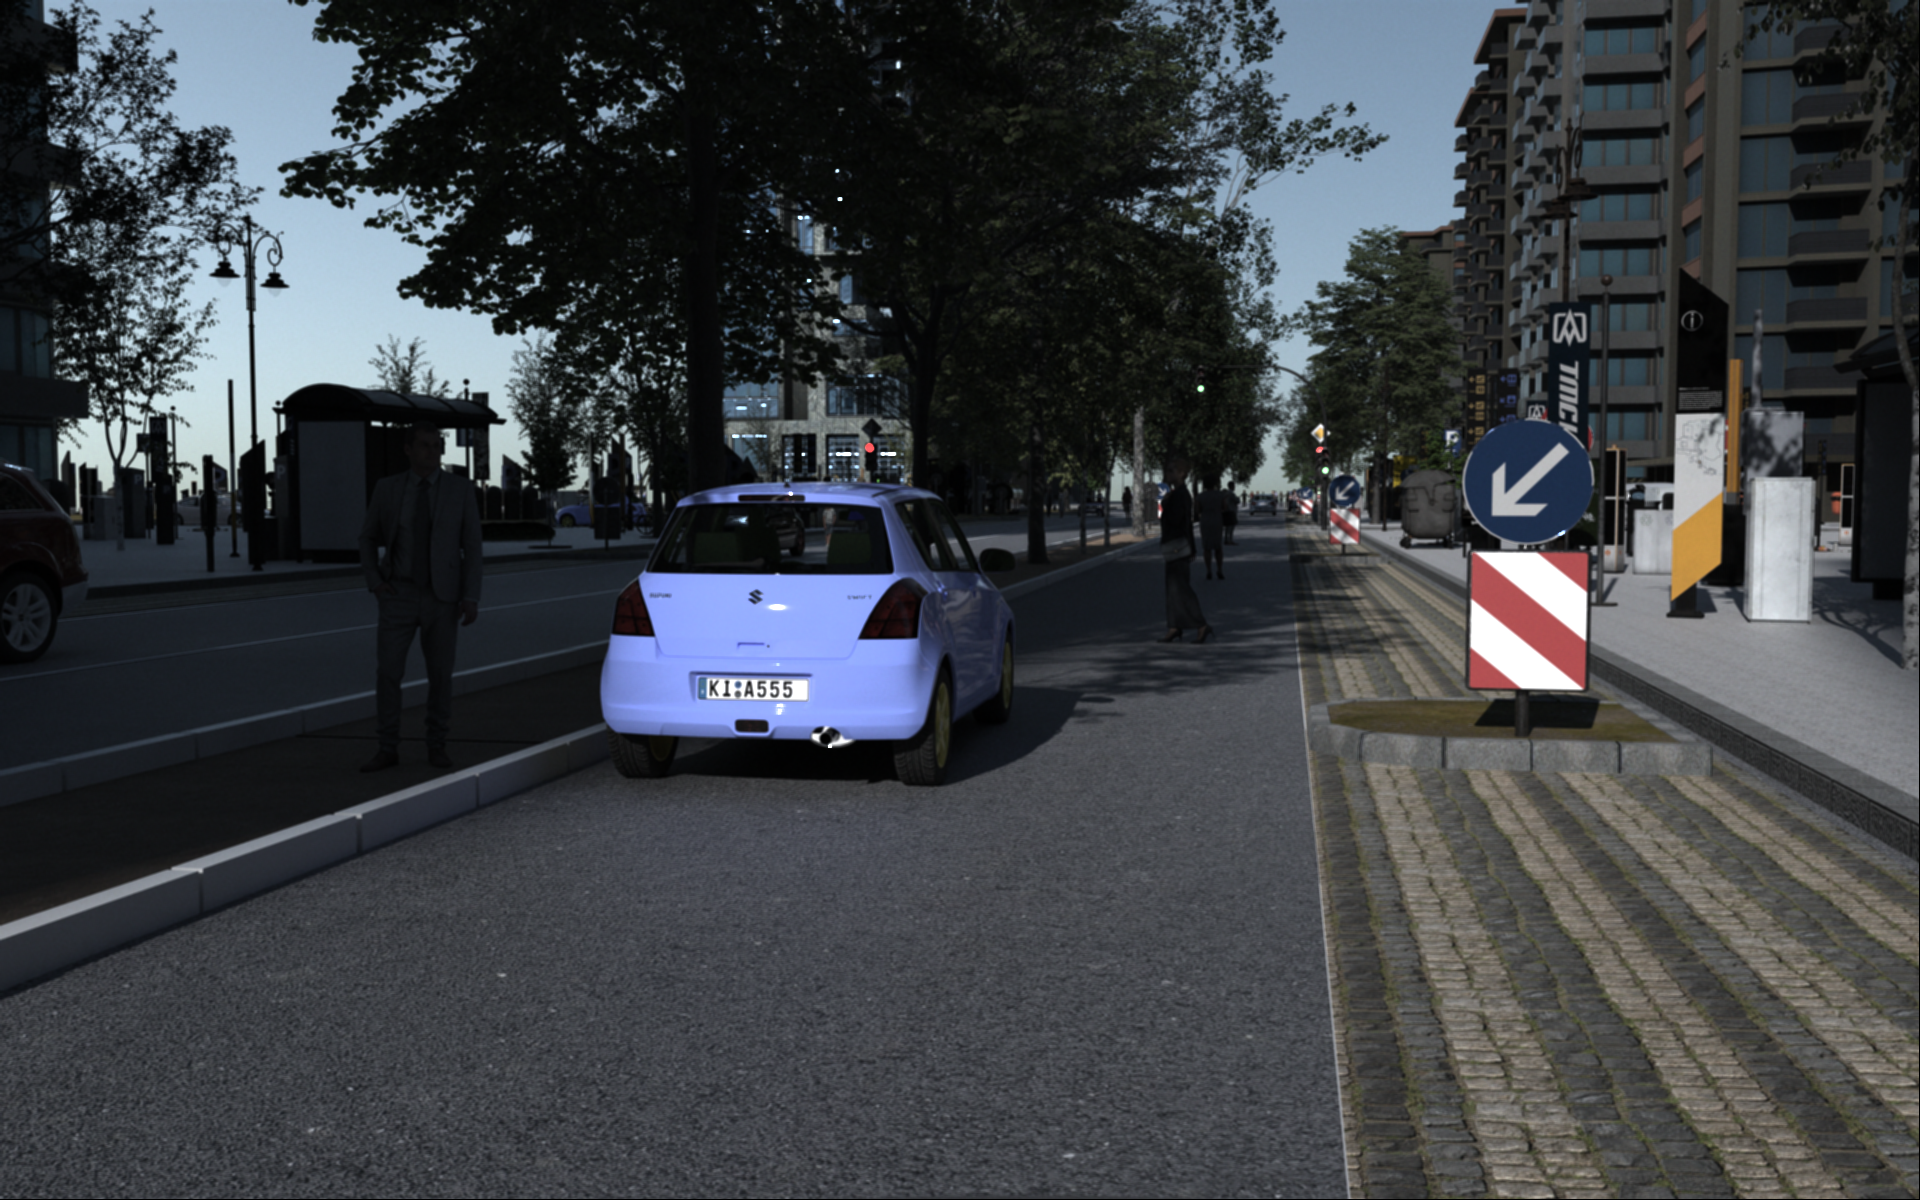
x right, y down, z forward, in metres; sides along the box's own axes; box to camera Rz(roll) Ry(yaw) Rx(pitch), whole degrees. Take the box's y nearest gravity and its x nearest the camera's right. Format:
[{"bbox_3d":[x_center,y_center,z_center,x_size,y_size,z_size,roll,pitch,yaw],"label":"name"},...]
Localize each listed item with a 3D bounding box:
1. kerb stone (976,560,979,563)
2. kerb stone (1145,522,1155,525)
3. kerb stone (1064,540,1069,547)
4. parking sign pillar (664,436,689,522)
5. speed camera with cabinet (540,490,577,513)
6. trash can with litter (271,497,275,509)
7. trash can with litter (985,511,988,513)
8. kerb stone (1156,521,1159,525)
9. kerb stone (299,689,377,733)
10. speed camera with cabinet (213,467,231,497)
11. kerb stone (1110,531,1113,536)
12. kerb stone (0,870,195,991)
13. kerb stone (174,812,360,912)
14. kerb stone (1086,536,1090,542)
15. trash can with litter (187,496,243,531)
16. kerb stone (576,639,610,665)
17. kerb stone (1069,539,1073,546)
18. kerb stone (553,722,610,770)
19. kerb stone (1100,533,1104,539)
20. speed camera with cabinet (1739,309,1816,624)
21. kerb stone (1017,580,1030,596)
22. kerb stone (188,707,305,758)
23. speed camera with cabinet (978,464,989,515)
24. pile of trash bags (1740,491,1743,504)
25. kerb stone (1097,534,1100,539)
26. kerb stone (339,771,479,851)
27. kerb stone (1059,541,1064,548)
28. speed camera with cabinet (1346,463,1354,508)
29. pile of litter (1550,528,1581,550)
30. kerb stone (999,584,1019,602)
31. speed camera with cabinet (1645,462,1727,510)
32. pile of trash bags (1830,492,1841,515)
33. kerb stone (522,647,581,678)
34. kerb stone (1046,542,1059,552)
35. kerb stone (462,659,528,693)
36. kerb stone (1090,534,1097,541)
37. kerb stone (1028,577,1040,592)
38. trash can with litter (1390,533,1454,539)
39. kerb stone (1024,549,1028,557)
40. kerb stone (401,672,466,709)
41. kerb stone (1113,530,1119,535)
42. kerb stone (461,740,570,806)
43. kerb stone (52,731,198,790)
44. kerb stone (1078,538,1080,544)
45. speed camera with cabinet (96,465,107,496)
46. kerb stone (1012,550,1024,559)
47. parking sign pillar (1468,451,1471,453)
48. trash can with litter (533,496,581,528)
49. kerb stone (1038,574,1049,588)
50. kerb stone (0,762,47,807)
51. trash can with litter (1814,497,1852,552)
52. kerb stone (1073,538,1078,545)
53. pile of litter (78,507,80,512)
[{"bbox_3d":[0.453,-0.724,34.055,0.120,0.150,1.000,1,4,11],"label":"kerb stone"},{"bbox_3d":[8.430,-3.339,76.873,0.120,0.150,1.000,1,4,11],"label":"kerb stone"},{"bbox_3d":[2.706,-1.464,46.137,0.120,0.150,1.000,1,4,11],"label":"kerb stone"},{"bbox_3d":[-12.894,-5.569,79.532,1.447,3.967,1.447,-3,5,-39],"label":"parking sign pillar"},{"bbox_3d":[-20.102,-5.651,86.725,0.660,3.252,2.038,2,4,30],"label":"speed camera with cabinet"},{"bbox_3d":[-26.808,-3.379,66.299,2.233,1.210,1.678,-3,5,-40],"label":"trash can with litter"},{"bbox_3d":[2.082,-6.531,117.836,1.678,1.210,2.233,-1,4,-15],"label":"trash can with litter"},{"bbox_3d":[9.004,-3.529,79.901,0.120,0.150,1.000,1,4,11],"label":"kerb stone"},{"bbox_3d":[-3.870,0.697,10.826,0.120,0.150,1.000,1,4,11],"label":"kerb stone"},{"bbox_3d":[-55.350,-8.263,129.430,0.660,3.252,2.038,1,4,20],"label":"speed camera with cabinet"},{"bbox_3d":[4.962,-2.204,58.232,0.120,0.150,1.000,1,4,11],"label":"kerb stone"},{"bbox_3d":[-2.746,1.028,5.428,0.120,0.150,1.000,1,4,11],"label":"kerb stone"},{"bbox_3d":[-2.559,0.964,6.433,0.120,0.150,1.000,1,4,11],"label":"kerb stone"},{"bbox_3d":[3.646,-1.772,51.174,0.120,0.150,1.000,1,4,11],"label":"kerb stone"},{"bbox_3d":[-26.064,-3.016,60.374,1.678,1.210,2.233,0,4,-2],"label":"trash can with litter"},{"bbox_3d":[-3.123,0.449,14.860,0.120,0.150,1.000,1,4,11],"label":"kerb stone"},{"bbox_3d":[2.894,-1.526,47.148,0.120,0.150,1.000,1,4,11],"label":"kerb stone"},{"bbox_3d":[-1.990,0.779,9.466,0.120,0.150,1.000,1,4,11],"label":"kerb stone"},{"bbox_3d":[4.392,-2.019,55.199,0.120,0.150,1.000,1,4,11],"label":"kerb stone"},{"bbox_3d":[8.489,-1.446,17.973,0.660,3.252,2.038,1,4,22],"label":"speed camera with cabinet"},{"bbox_3d":[0.826,-0.146,24.590,0.120,0.150,1.000,1,4,11],"label":"kerb stone"},{"bbox_3d":[-4.060,0.759,9.816,0.120,0.150,1.000,1,4,11],"label":"kerb stone"},{"bbox_3d":[1.331,-6.990,108.623,0.660,3.252,2.038,1,4,13],"label":"speed camera with cabinet"},{"bbox_3d":[21.648,-2.489,50.444,3.447,1.369,1.912,-2,4,-25],"label":"pile of trash bags"},{"bbox_3d":[4.198,-1.957,54.192,0.120,0.150,1.000,1,4,11],"label":"kerb stone"},{"bbox_3d":[-2.366,0.902,7.448,0.120,0.150,1.000,1,4,11],"label":"kerb stone"},{"bbox_3d":[2.512,-1.402,45.133,0.120,0.150,1.000,1,4,11],"label":"kerb stone"},{"bbox_3d":[24.627,-7.063,109.818,0.660,3.252,2.038,1,4,18],"label":"speed camera with cabinet"},{"bbox_3d":[10.085,-0.970,29.823,1.719,0.858,1.176,-3,4,-38],"label":"pile of litter"},{"bbox_3d":[0.639,-0.085,23.585,0.120,0.150,1.000,1,4,11],"label":"kerb stone"},{"bbox_3d":[17.484,-2.884,41.482,2.038,3.252,0.660,-1,4,-10],"label":"speed camera with cabinet"},{"bbox_3d":[50.777,-5.553,100.547,1.912,1.369,3.447,-2,4,-26],"label":"pile of trash bags"},{"bbox_3d":[-3.308,0.515,13.855,0.120,0.150,1.000,1,4,11],"label":"kerb stone"},{"bbox_3d":[2.334,-1.340,44.126,0.120,0.150,1.000,1,4,11],"label":"kerb stone"},{"bbox_3d":[-3.498,0.576,12.845,0.120,0.150,1.000,1,4,11],"label":"kerb stone"},{"bbox_3d":[4.017,-1.895,53.185,0.120,0.150,1.000,1,4,11],"label":"kerb stone"},{"bbox_3d":[1.013,-0.208,25.596,0.120,0.150,1.000,1,4,11],"label":"kerb stone"},{"bbox_3d":[13.616,-2.359,49.620,2.233,1.210,1.678,3,5,41],"label":"trash can with litter"},{"bbox_3d":[1.394,-1.033,39.089,0.120,0.150,1.000,1,4,11],"label":"kerb stone"},{"bbox_3d":[-3.682,0.633,11.839,0.120,0.150,1.000,1,4,11],"label":"kerb stone"},{"bbox_3d":[5.334,-2.327,60.258,0.120,0.150,1.000,1,4,11],"label":"kerb stone"},{"bbox_3d":[-2.175,0.841,8.453,0.120,0.150,1.000,1,4,11],"label":"kerb stone"},{"bbox_3d":[-4.254,0.821,8.812,0.120,0.150,1.000,1,4,11],"label":"kerb stone"},{"bbox_3d":[3.269,-1.649,49.165,0.120,0.150,1.000,1,4,11],"label":"kerb stone"},{"bbox_3d":[-58.834,-7.624,118.988,0.660,3.252,2.038,1,4,22],"label":"speed camera with cabinet"},{"bbox_3d":[1.212,-0.972,38.083,0.120,0.150,1.000,1,4,11],"label":"kerb stone"},{"bbox_3d":[31.339,-7.157,105.491,1.447,3.967,1.447,3,4,37],"label":"parking sign pillar"},{"bbox_3d":[-15.556,-3.344,65.731,2.233,1.210,1.678,-1,4,-9],"label":"trash can with litter"},{"bbox_3d":[1.200,-0.265,26.617,0.120,0.150,1.000,1,4,11],"label":"kerb stone"},{"bbox_3d":[-4.441,0.881,7.794,0.120,0.150,1.000,1,4,11],"label":"kerb stone"},{"bbox_3d":[19.314,-1.731,39.359,1.678,1.210,2.233,0,4,0],"label":"trash can with litter"},{"bbox_3d":[3.081,-1.588,48.160,0.120,0.150,1.000,1,4,11],"label":"kerb stone"},{"bbox_3d":[-61.017,-6.572,121.416,1.176,0.858,1.719,2,4,35],"label":"pile of litter"}]
